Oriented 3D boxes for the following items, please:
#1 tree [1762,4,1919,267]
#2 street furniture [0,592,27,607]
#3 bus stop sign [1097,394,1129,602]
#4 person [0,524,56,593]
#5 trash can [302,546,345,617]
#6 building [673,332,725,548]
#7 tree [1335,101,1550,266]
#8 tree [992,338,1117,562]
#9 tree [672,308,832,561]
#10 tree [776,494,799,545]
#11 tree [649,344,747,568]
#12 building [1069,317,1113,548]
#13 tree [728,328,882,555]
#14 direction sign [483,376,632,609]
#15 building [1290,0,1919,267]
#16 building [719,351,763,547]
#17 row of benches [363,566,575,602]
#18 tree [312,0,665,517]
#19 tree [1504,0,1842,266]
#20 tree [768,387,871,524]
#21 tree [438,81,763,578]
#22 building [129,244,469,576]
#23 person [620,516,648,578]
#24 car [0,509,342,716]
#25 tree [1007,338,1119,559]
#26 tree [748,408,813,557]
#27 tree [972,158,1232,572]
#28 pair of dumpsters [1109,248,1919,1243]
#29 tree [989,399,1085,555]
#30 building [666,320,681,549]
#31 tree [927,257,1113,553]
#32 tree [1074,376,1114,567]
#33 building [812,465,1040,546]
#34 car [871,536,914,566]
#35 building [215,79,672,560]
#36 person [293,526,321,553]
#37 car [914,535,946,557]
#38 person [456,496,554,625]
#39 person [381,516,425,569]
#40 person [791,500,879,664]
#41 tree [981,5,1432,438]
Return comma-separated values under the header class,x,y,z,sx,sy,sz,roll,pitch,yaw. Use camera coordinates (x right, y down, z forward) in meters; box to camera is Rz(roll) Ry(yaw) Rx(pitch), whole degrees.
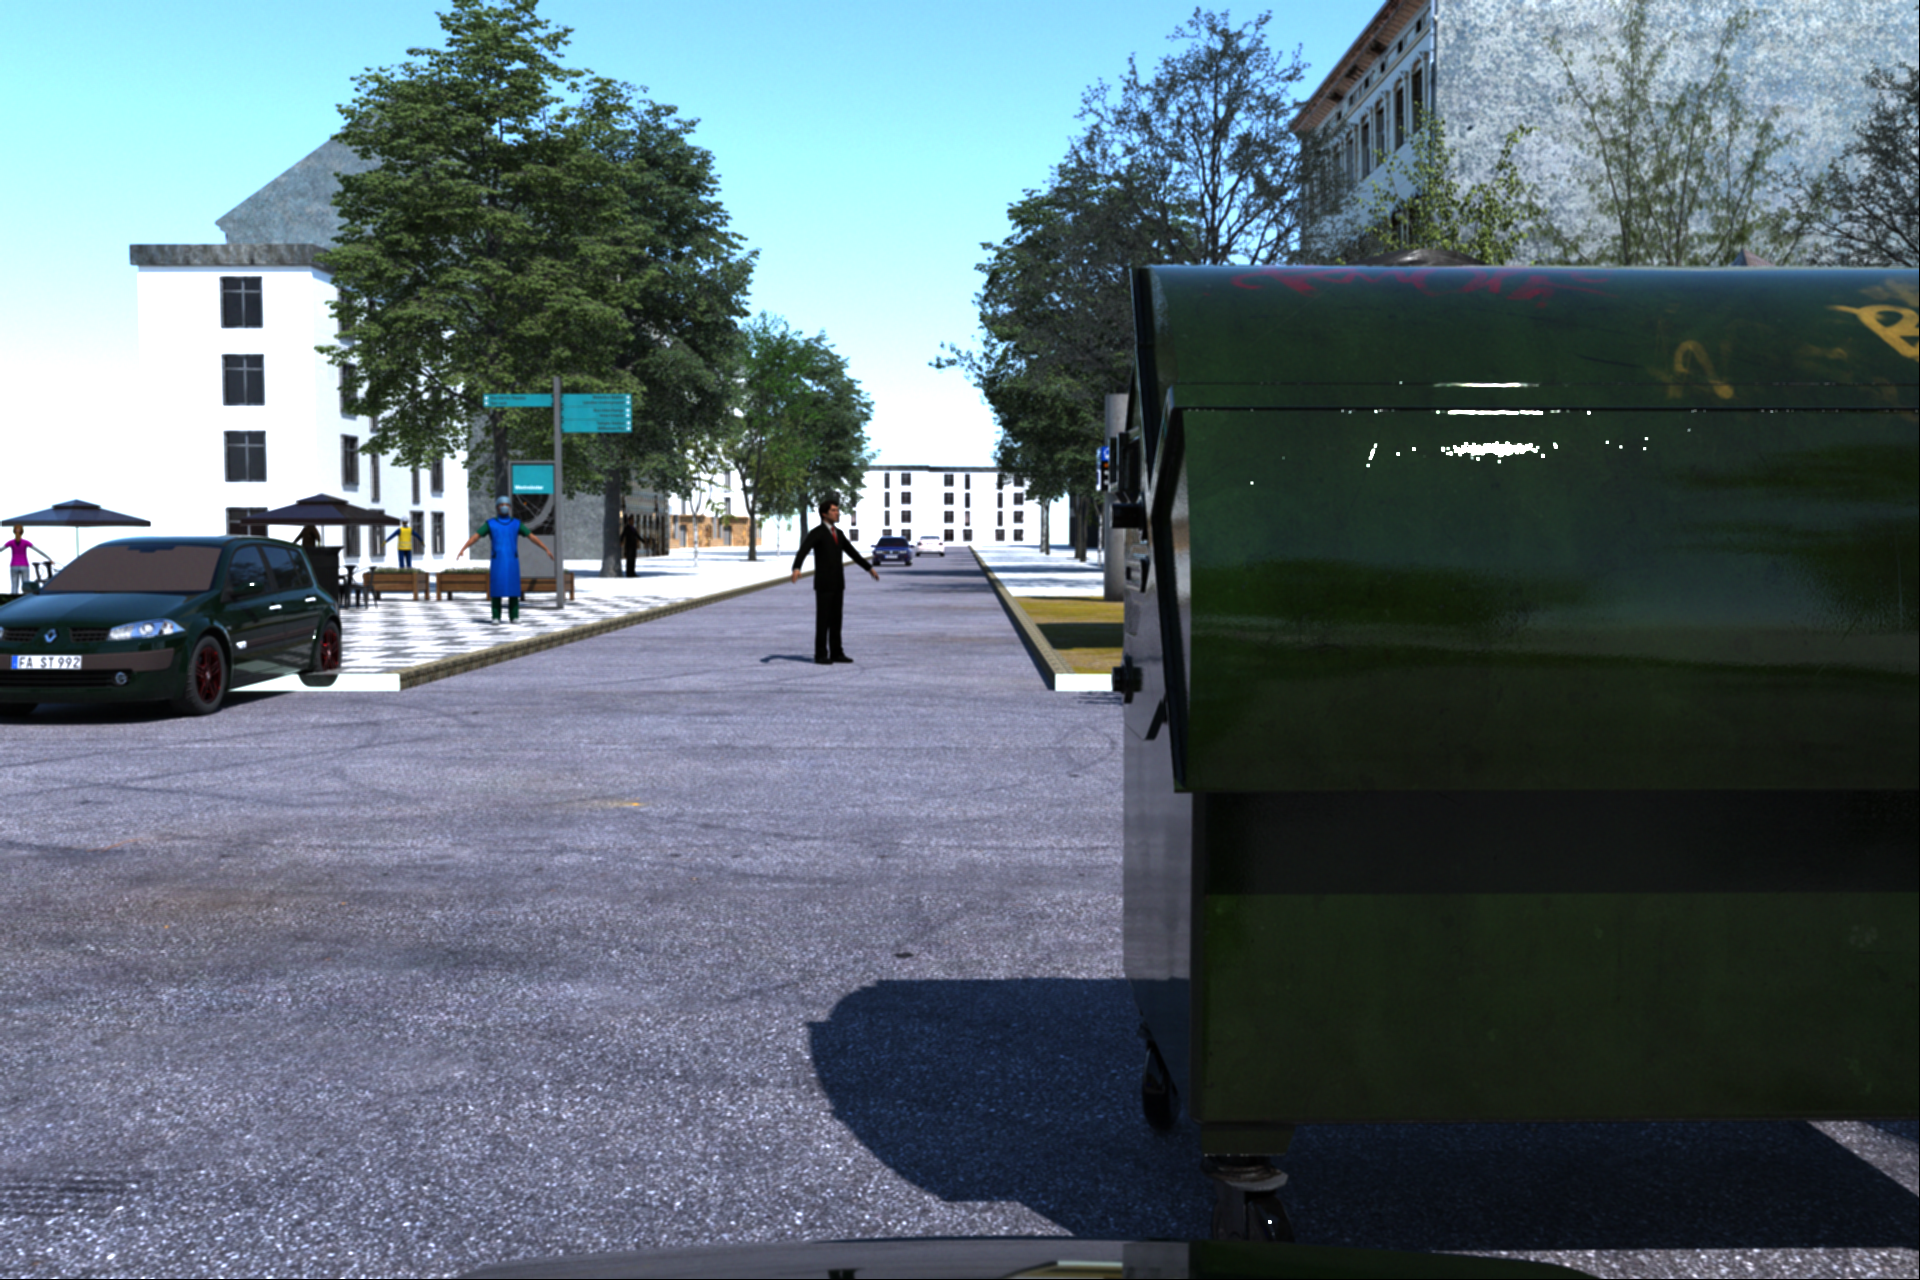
class,x,y,z,sx,sy,sz,roll,pitch,yaw
tree,21.368,-7.577,34.256,12.009,13.543,11.850,0,3,0
street furniture,-14.355,-0.315,20.784,5.734,0.657,10.072,0,4,3
bus stop sign,3.043,-2.679,32.816,0.837,3.901,0.837,0,4,-1
person,-14.802,-1.102,27.278,0.991,1.433,0.599,-2,4,-23
trash can,-7.636,-0.536,20.419,0.748,1.137,0.748,0,3,0
building,-28.800,-18.715,162.402,16.016,20.090,11.380,0,4,0
tree,8.420,-4.837,29.449,4.737,8.622,4.395,0,3,0
tree,5.671,-8.801,78.309,8.767,10.594,7.601,-1,4,-14
tree,-9.860,-9.503,81.133,9.928,11.665,9.643,0,3,0
tree,-20.764,-15.861,209.685,4.737,8.622,4.395,0,3,0
tree,-9.943,-7.013,65.025,4.737,8.622,4.395,0,3,0
building,25.022,-20.443,178.222,27.936,21.610,32.646,0,4,0
tree,-9.675,-12.191,105.975,9.857,13.997,8.962,0,3,0
direction sign,-6.808,-2.523,30.007,2.525,3.948,1.411,0,4,2
building,21.838,-13.713,55.130,19.493,23.208,18.063,0,4,0
building,-26.743,-19.696,178.445,16.016,20.090,11.380,0,4,0
row of benches,-9.511,-1.089,33.266,4.104,0.672,1.422,0,4,5
tree,-9.890,-7.229,36.327,7.486,12.596,7.792,0,3,0
tree,9.500,-4.452,23.148,4.360,8.622,3.978,0,3,0
tree,-9.775,-11.991,121.806,9.928,11.665,9.643,0,3,0
tree,-10.260,-8.804,50.604,9.857,13.997,8.962,0,3,0
building,-23.045,-7.473,64.326,9.099,9.664,28.070,0,4,1
person,-9.648,-2.735,50.934,0.704,1.802,1.346,1,4,23
car,-6.770,-0.313,14.899,2.009,1.686,4.222,0,4,0
tree,6.043,-9.939,88.252,9.928,11.665,9.643,0,3,0
tree,-10.104,-8.938,96.491,4.737,8.622,4.395,0,3,0
tree,5.021,-9.219,57.380,9.857,13.997,8.962,0,3,0
pair of dumpsters,2.539,0.073,3.765,4.436,2.255,1.574,0,4,-1
tree,5.073,-10.415,104.692,8.767,10.594,7.601,3,5,44
building,-29.458,-17.231,138.148,16.016,20.090,11.380,0,4,1
tree,4.633,-16.087,118.910,12.611,20.169,13.585,0,3,0
tree,5.604,-7.123,66.826,4.737,8.622,4.395,0,3,0
building,-4.084,-16.327,211.552,28.070,9.664,9.099,0,4,-4
car,-3.055,-4.027,78.420,1.945,1.354,3.894,0,4,0
building,-26.455,-16.044,93.243,19.493,23.208,18.063,0,4,-1
person,-16.802,-2.353,44.605,1.346,1.812,0.704,3,4,38
car,-1.934,-6.078,111.739,2.083,1.381,4.827,0,4,-1
person,-6.445,-1.125,24.528,1.347,1.817,0.704,-1,4,-23
person,-15.149,-2.490,47.177,1.216,1.772,0.721,-3,5,-39
person,-1.424,-0.644,19.179,0.705,1.806,1.347,3,5,39
tree,5.622,-7.921,39.884,12.009,13.543,11.850,0,3,0
